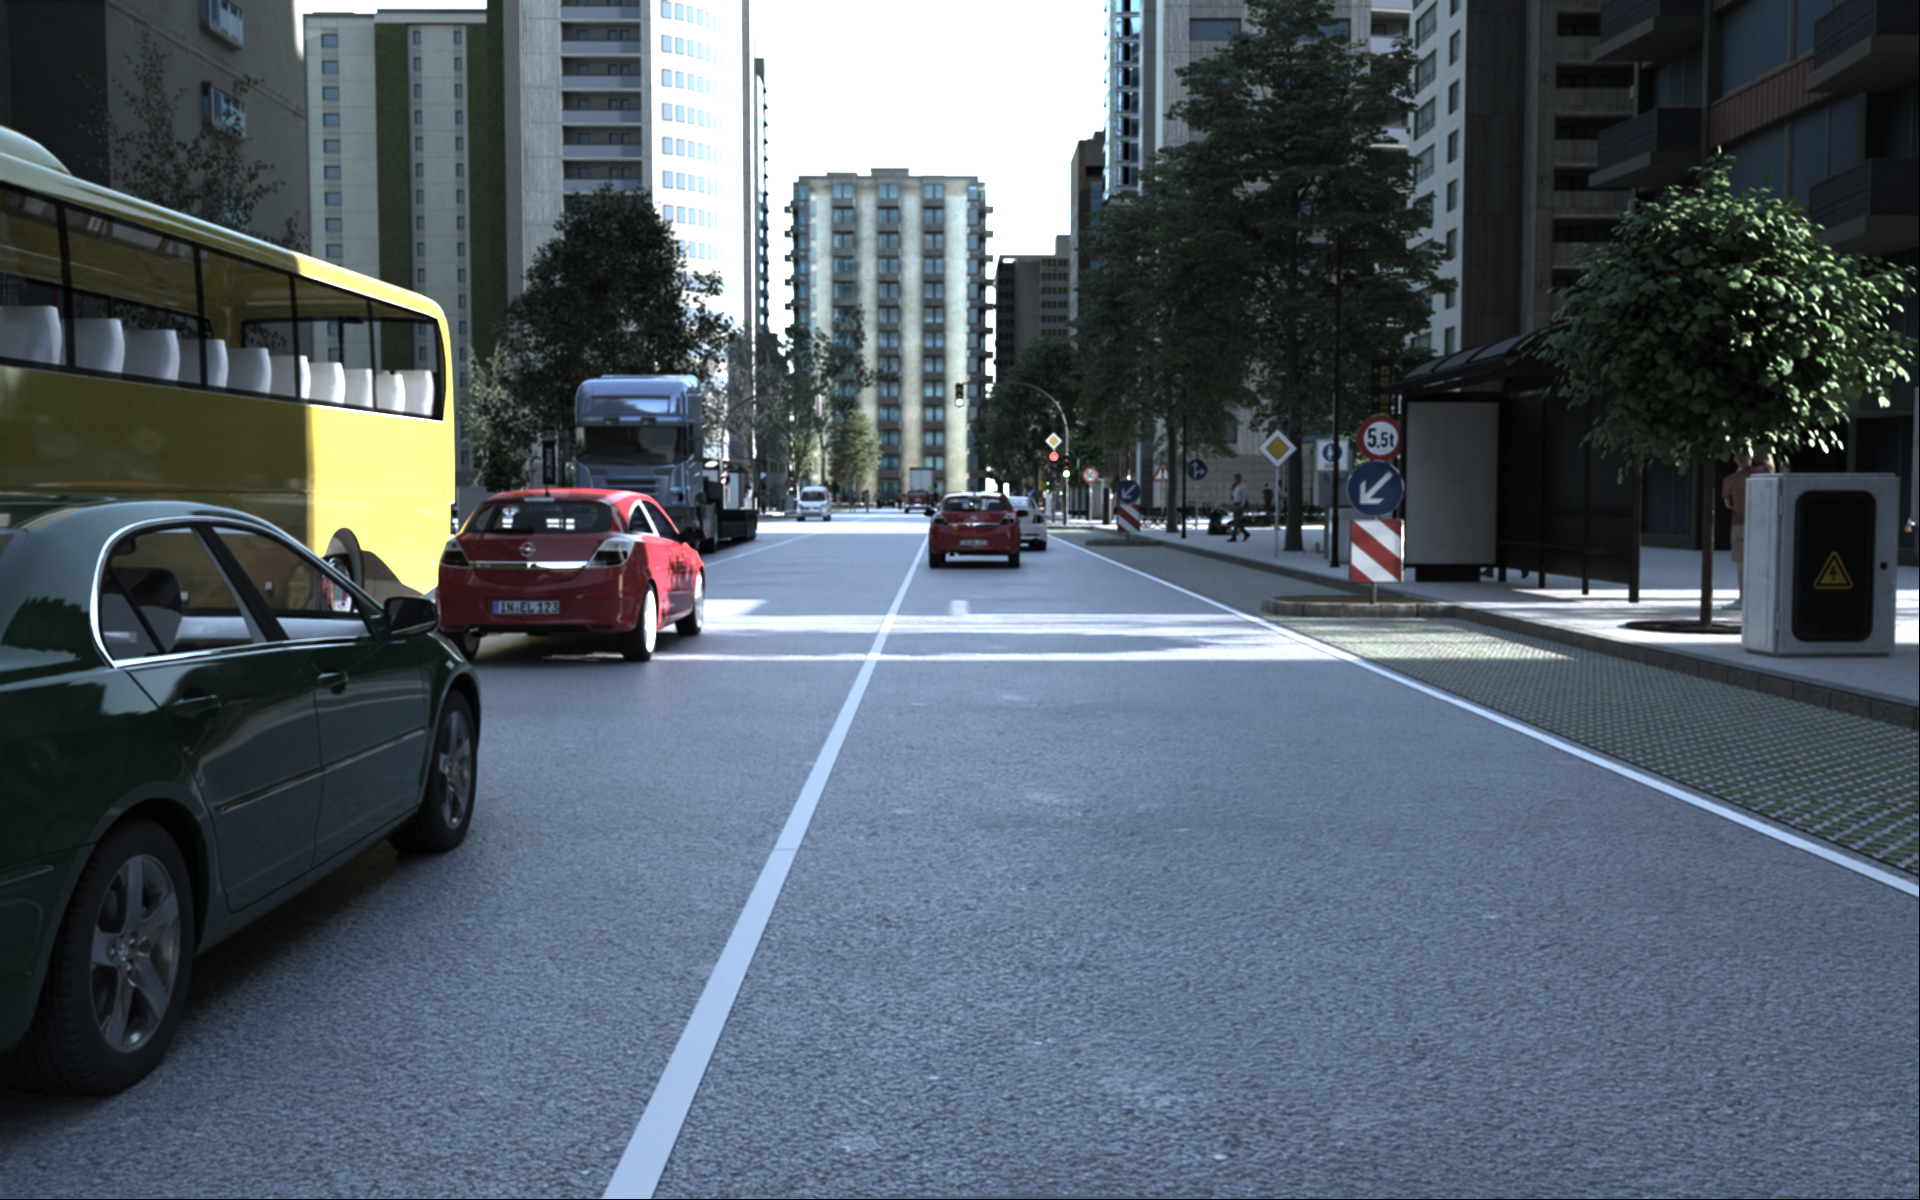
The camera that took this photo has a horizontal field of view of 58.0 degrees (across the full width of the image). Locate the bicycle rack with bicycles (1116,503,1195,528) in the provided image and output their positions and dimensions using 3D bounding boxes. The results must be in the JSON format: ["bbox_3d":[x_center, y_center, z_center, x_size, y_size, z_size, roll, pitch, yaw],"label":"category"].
[{"bbox_3d":[7.498,-3.181,65.392,2.925,0.926,2.852,1,4,13],"label":"bicycle rack with bicycles"}]

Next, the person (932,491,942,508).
[{"bbox_3d":[-2.425,-10.435,179.626,1.217,1.766,0.721,2,4,29],"label":"person"}]

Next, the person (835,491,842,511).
[{"bbox_3d":[-10.114,-8.264,144.622,0.512,1.701,0.522,-3,4,-38],"label":"person"}]

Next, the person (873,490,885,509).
[{"bbox_3d":[-7.935,-9.822,169.073,1.348,1.826,0.705,2,4,24],"label":"person"}]

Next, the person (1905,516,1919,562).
[{"bbox_3d":[11.801,-0.923,21.042,0.836,1.842,0.656,-3,5,-43],"label":"person"}]

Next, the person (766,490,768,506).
[{"bbox_3d":[-20.496,-10.711,181.878,0.721,1.736,1.217,1,4,20],"label":"person"}]

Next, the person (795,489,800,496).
[{"bbox_3d":[-15.513,-9.575,162.225,1.348,1.869,0.705,-2,4,-26],"label":"person"}]

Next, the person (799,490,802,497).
[{"bbox_3d":[-19.838,-12.868,216.301,0.709,1.838,0.599,0,4,-1],"label":"person"}]

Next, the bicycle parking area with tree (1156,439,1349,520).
[{"bbox_3d":[14.811,-6.344,90.720,8.231,4.147,9.016,0,4,-5],"label":"bicycle parking area with tree"}]

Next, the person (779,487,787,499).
[{"bbox_3d":[-13.596,-7.777,133.221,0.660,1.820,0.620,-1,4,-20],"label":"person"}]

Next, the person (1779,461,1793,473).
[{"bbox_3d":[13.630,-1.379,28.620,0.581,1.822,0.654,2,4,31],"label":"person"}]

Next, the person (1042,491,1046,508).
[{"bbox_3d":[7.999,-9.625,163.426,0.705,1.823,1.348,1,4,19],"label":"person"}]

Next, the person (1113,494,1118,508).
[{"bbox_3d":[13.690,-8.891,151.675,0.793,1.790,0.793,3,5,42],"label":"person"}]

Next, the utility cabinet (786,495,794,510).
[{"bbox_3d":[-13.482,-7.727,137.495,0.306,1.237,1.020,1,4,18],"label":"utility cabinet"}]

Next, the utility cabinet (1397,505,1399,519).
[{"bbox_3d":[8.775,-1.327,32.856,1.020,1.237,0.306,0,4,2],"label":"utility cabinet"}]

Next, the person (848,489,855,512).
[{"bbox_3d":[-8.559,-7.858,136.999,0.581,1.822,0.654,-3,4,-38],"label":"person"}]

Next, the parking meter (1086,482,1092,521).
[{"bbox_3d":[6.161,-4.720,82.887,0.255,1.863,0.399,1,4,9],"label":"parking meter"}]

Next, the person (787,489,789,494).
[{"bbox_3d":[-15.599,-9.172,156.944,0.756,1.711,0.436,-2,4,-25],"label":"person"}]

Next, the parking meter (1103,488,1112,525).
[{"bbox_3d":[6.075,-3.858,71.490,0.372,1.533,0.369,0,3,0],"label":"parking meter"}]

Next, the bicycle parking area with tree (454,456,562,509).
[{"bbox_3d":[-37.364,-9.495,142.240,8.231,4.147,9.016,-2,4,-32],"label":"bicycle parking area with tree"}]

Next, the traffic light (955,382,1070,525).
[{"bbox_3d":[2.197,-5.864,70.549,4.771,5.953,1.251,0,4,0],"label":"traffic light"}]

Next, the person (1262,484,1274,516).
[{"bbox_3d":[18.138,-5.918,102.157,0.648,1.900,0.474,-1,4,-14],"label":"person"}]

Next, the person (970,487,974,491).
[{"bbox_3d":[0.667,-5.506,98.329,0.447,1.846,0.655,-1,4,-19],"label":"person"}]

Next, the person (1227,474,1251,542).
[{"bbox_3d":[7.521,-2.488,46.818,0.850,1.850,0.679,-2,4,-28],"label":"person"}]

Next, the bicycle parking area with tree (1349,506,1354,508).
[{"bbox_3d":[20.775,-7.391,107.850,9.016,4.147,8.231,0,4,3],"label":"bicycle parking area with tree"}]

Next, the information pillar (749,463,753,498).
[{"bbox_3d":[-15.544,-8.422,129.056,0.183,3.616,0.504,-2,4,-35],"label":"information pillar"}]

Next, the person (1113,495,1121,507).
[{"bbox_3d":[12.911,-8.287,141.814,0.850,1.792,0.678,0,4,1],"label":"person"}]

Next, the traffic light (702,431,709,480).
[{"bbox_3d":[-10.673,-4.994,70.579,0.839,4.253,0.868,0,4,0],"label":"traffic light"}]

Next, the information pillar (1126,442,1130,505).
[{"bbox_3d":[7.605,-5.322,78.376,0.183,3.616,0.504,1,4,12],"label":"information pillar"}]

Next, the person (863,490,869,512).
[{"bbox_3d":[-7.318,-7.710,134.922,0.532,1.782,0.716,1,4,8],"label":"person"}]

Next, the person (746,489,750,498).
[{"bbox_3d":[-19.287,-9.223,157.507,0.551,1.740,0.621,2,4,34],"label":"person"}]

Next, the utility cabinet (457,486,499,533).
[{"bbox_3d":[-13.899,-2.529,50.034,1.173,1.500,0.318,-1,4,-23],"label":"utility cabinet"}]

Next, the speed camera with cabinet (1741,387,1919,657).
[{"bbox_3d":[7.380,-1.188,13.767,2.038,3.252,0.660,0,4,-2],"label":"speed camera with cabinet"}]

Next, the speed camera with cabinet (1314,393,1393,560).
[{"bbox_3d":[8.024,-2.426,33.996,2.038,3.252,0.660,0,4,3],"label":"speed camera with cabinet"}]

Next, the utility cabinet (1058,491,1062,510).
[{"bbox_3d":[7.809,-7.966,138.924,1.173,1.500,0.318,-2,4,-28],"label":"utility cabinet"}]

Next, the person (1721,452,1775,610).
[{"bbox_3d":[8.804,-0.807,19.211,0.580,1.828,0.573,-3,4,-36],"label":"person"}]

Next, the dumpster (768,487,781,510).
[{"bbox_3d":[-14.293,-7.927,135.371,1.264,1.857,1.865,0,4,0],"label":"dumpster"}]

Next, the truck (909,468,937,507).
[{"bbox_3d":[-4.043,-12.243,189.083,2.839,4.237,11.283,0,4,1],"label":"truck"}]

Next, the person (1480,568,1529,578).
[{"bbox_3d":[8.269,-1.254,26.510,0.622,1.834,0.822,-2,4,-34],"label":"person"}]

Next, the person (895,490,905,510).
[{"bbox_3d":[-5.555,-9.298,160.538,1.348,1.823,0.705,3,4,36],"label":"person"}]

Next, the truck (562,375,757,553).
[{"bbox_3d":[-7.237,-3.377,44.973,2.967,4.110,18.799,0,4,-2],"label":"truck"}]

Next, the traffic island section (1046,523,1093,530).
[{"bbox_3d":[4.328,-2.969,70.820,2.009,0.180,2.903,0,4,0],"label":"traffic island section"}]

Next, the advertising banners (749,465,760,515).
[{"bbox_3d":[-12.642,-6.741,106.401,0.090,3.025,2.074,1,4,12],"label":"advertising banners"}]

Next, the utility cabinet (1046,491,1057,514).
[{"bbox_3d":[5.848,-6.313,111.889,0.318,1.500,1.173,-1,4,-14],"label":"utility cabinet"}]

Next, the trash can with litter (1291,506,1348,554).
[{"bbox_3d":[8.270,-1.598,37.186,1.678,1.210,2.233,-1,4,-19],"label":"trash can with litter"}]

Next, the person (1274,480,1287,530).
[{"bbox_3d":[11.519,-3.426,62.232,0.466,1.800,0.511,0,4,-3],"label":"person"}]
